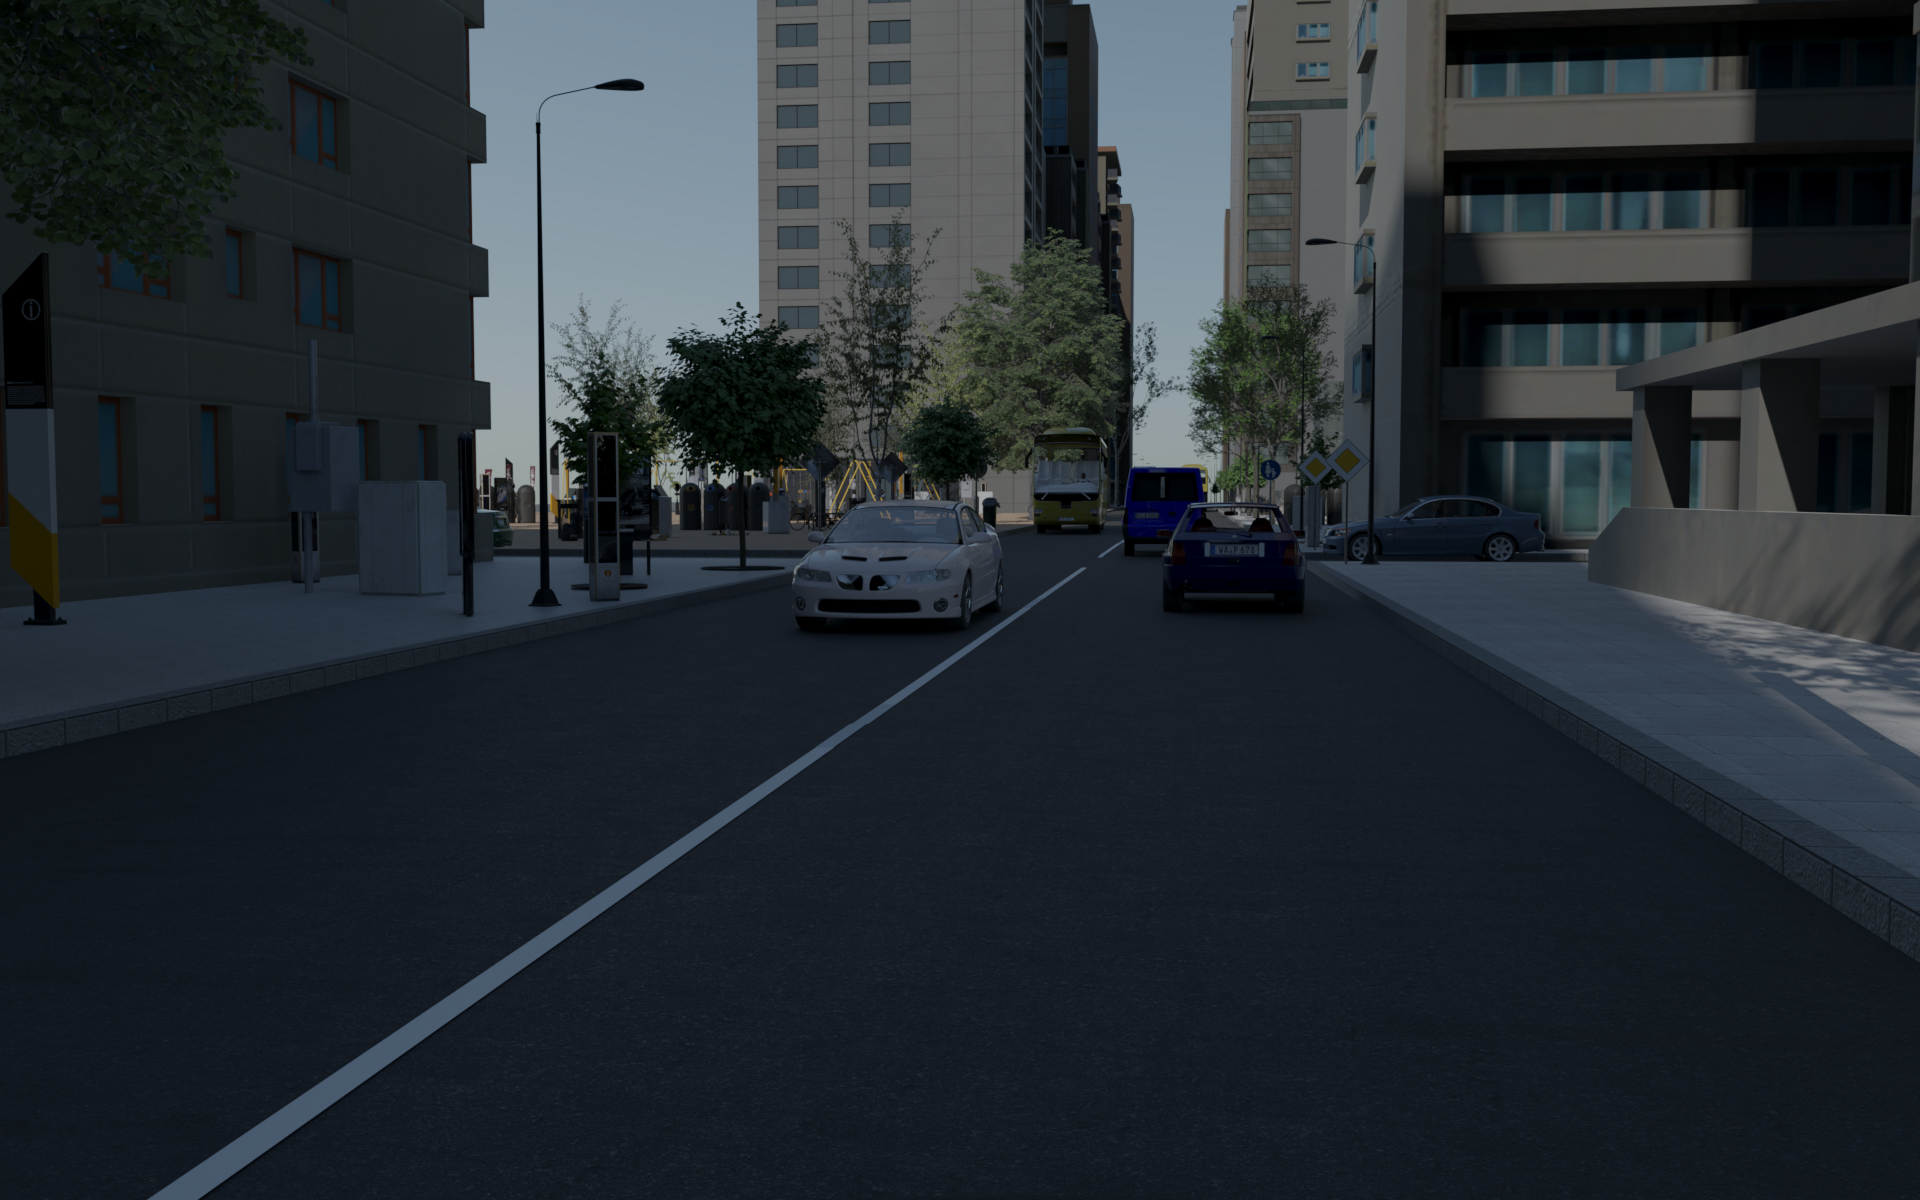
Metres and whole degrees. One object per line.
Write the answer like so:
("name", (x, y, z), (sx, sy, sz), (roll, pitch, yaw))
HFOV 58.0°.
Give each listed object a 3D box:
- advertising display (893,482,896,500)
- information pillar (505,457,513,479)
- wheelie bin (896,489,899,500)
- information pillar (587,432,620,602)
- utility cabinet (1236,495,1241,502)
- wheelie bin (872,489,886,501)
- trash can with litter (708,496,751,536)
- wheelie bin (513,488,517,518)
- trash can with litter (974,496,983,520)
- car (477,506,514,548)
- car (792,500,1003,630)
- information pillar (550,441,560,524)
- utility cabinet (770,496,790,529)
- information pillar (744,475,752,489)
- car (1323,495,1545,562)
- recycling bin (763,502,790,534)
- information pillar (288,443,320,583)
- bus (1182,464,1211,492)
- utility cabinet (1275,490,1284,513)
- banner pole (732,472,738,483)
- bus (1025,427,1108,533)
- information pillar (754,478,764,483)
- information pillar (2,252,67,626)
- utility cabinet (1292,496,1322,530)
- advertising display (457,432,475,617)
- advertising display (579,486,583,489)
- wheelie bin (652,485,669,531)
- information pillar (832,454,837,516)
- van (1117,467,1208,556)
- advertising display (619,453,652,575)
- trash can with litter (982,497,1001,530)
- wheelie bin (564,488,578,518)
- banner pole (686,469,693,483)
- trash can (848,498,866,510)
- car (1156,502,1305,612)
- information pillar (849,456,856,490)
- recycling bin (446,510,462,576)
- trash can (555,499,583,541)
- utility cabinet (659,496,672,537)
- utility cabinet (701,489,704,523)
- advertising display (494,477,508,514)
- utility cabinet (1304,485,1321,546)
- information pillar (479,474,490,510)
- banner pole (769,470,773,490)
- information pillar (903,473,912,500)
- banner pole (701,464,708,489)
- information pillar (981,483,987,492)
("advertising display", (-3.043, -4.581, 80.107), (0.123, 1.923, 0.974), (0, 4, 1))
("information pillar", (-28.564, -7.242, 109.757), (0.504, 3.616, 0.183), (0, 4, 0))
("wheelie bin", (-3.500, -5.869, 103.859), (0.980, 1.594, 0.693), (0, 4, -7))
("information pillar", (-4.273, -0.996, 20.772), (0.304, 2.012, 0.304), (-2, 4, -28))
("utility cabinet", (16.370, -5.547, 101.855), (0.306, 1.237, 1.020), (1, 4, 12))
("wheelie bin", (-5.417, -6.659, 116.777), (0.980, 1.594, 0.693), (-3, 4, -36))
("trash can with litter", (-7.102, -2.641, 54.237), (1.678, 1.210, 2.233), (1, 4, 20))
("wheelie bin", (-23.919, -5.123, 91.671), (0.980, 1.594, 0.693), (-3, 5, -44))
("trash can with litter", (0.861, -4.590, 86.105), (1.678, 1.210, 2.233), (-1, 4, -21))
("car", (-12.514, -1.650, 38.778), (4.920, 1.459, 2.131), (0, 4, 6))
("car", (-0.603, -0.460, 19.886), (2.083, 1.381, 4.827), (1, 4, 8))
("information pillar", (-17.453, -5.093, 74.617), (0.183, 3.616, 0.504), (2, 4, 32))
("utility cabinet", (-6.847, -3.252, 64.327), (1.020, 1.237, 0.306), (0, 4, 5))
("information pillar", (-8.187, -3.789, 66.434), (0.304, 2.012, 0.304), (2, 4, 35))
("car", (9.918, -1.494, 36.437), (4.499, 1.417, 2.014), (0, 4, 6))
("recycling bin", (-5.945, -2.657, 55.996), (0.722, 1.027, 0.722), (-1, 4, -20))
("information pillar", (-9.454, -1.253, 24.976), (0.304, 2.012, 0.304), (3, 5, 44))
("bus", (18.973, -9.165, 141.395), (2.896, 3.916, 12.252), (1, 4, 8))
("utility cabinet", (19.405, -5.815, 103.759), (1.173, 1.500, 0.318), (2, 4, 28))
("banner pole", (-13.444, -6.971, 103.990), (0.863, 3.779, 0.401), (-1, 4, -19))
("bus", (4.323, -4.596, 66.692), (2.896, 3.916, 12.252), (0, 4, 6))
("information pillar", (-8.365, -4.933, 72.015), (0.504, 3.616, 0.183), (2, 4, 29))
("information pillar", (-9.059, -1.563, 16.903), (0.504, 3.616, 0.183), (1, 4, 12))
("utility cabinet", (12.575, -3.154, 62.734), (1.020, 1.237, 0.306), (2, 4, 27))
("advertising display", (-5.262, -0.811, 18.467), (0.123, 1.923, 0.974), (-1, 4, -18))
("advertising display", (-18.552, -4.952, 86.185), (0.974, 1.923, 0.123), (2, 4, 29))
("wheelie bin", (-10.271, -3.111, 58.770), (0.693, 1.594, 0.980), (1, 4, 12))
("information pillar", (-7.419, -6.780, 102.213), (0.183, 3.616, 0.504), (1, 4, 15))
("van", (4.889, -2.280, 41.664), (2.240, 2.365, 5.245), (0, 4, 6))
("advertising display", (-5.349, -1.351, 27.297), (0.974, 1.923, 0.123), (-1, 4, -15))
("trash can with litter", (1.049, -3.043, 61.138), (0.624, 1.170, 1.055), (1, 4, 11))
("wheelie bin", (-20.207, -5.041, 90.324), (0.980, 1.594, 0.693), (3, 5, 39))
("banner pole", (-16.875, -7.232, 108.265), (0.863, 3.779, 0.401), (0, 4, 6))
("trash can", (-4.004, -3.416, 67.497), (0.748, 1.137, 0.748), (0, 3, 0))
("car", (3.508, -0.601, 22.414), (1.945, 1.354, 3.894), (0, 4, 8))
("information pillar", (-5.945, -6.400, 95.991), (0.183, 3.616, 0.504), (-3, 4, -38))
("recycling bin", (-8.335, -0.910, 27.427), (0.722, 1.027, 0.722), (-2, 4, -32))
("trash can", (-10.679, -2.181, 47.309), (0.748, 1.137, 0.748), (0, 3, 0))
("utility cabinet", (-8.728, -2.461, 51.397), (0.306, 1.237, 1.020), (0, 4, -4))
("utility cabinet", (-11.170, -4.129, 76.193), (1.173, 1.500, 0.318), (-3, 4, -39))
("advertising display", (-17.796, -3.787, 67.127), (0.123, 1.923, 0.974), (1, 4, 9))
("utility cabinet", (8.629, -2.066, 42.465), (0.318, 1.500, 1.173), (0, 4, 8))
("information pillar", (-17.188, -3.559, 62.681), (0.304, 2.012, 0.304), (-2, 4, -31))
("banner pole", (-11.514, -7.095, 106.019), (0.863, 3.779, 0.401), (3, 4, 37))
("information pillar", (-1.835, -3.414, 60.305), (0.304, 2.012, 0.304), (0, 4, -8))
("banner pole", (-13.774, -6.308, 93.149), (0.401, 3.779, 0.863), (2, 4, 28))
("information pillar", (1.573, -6.650, 113.221), (0.304, 2.012, 0.304), (1, 4, 17))
